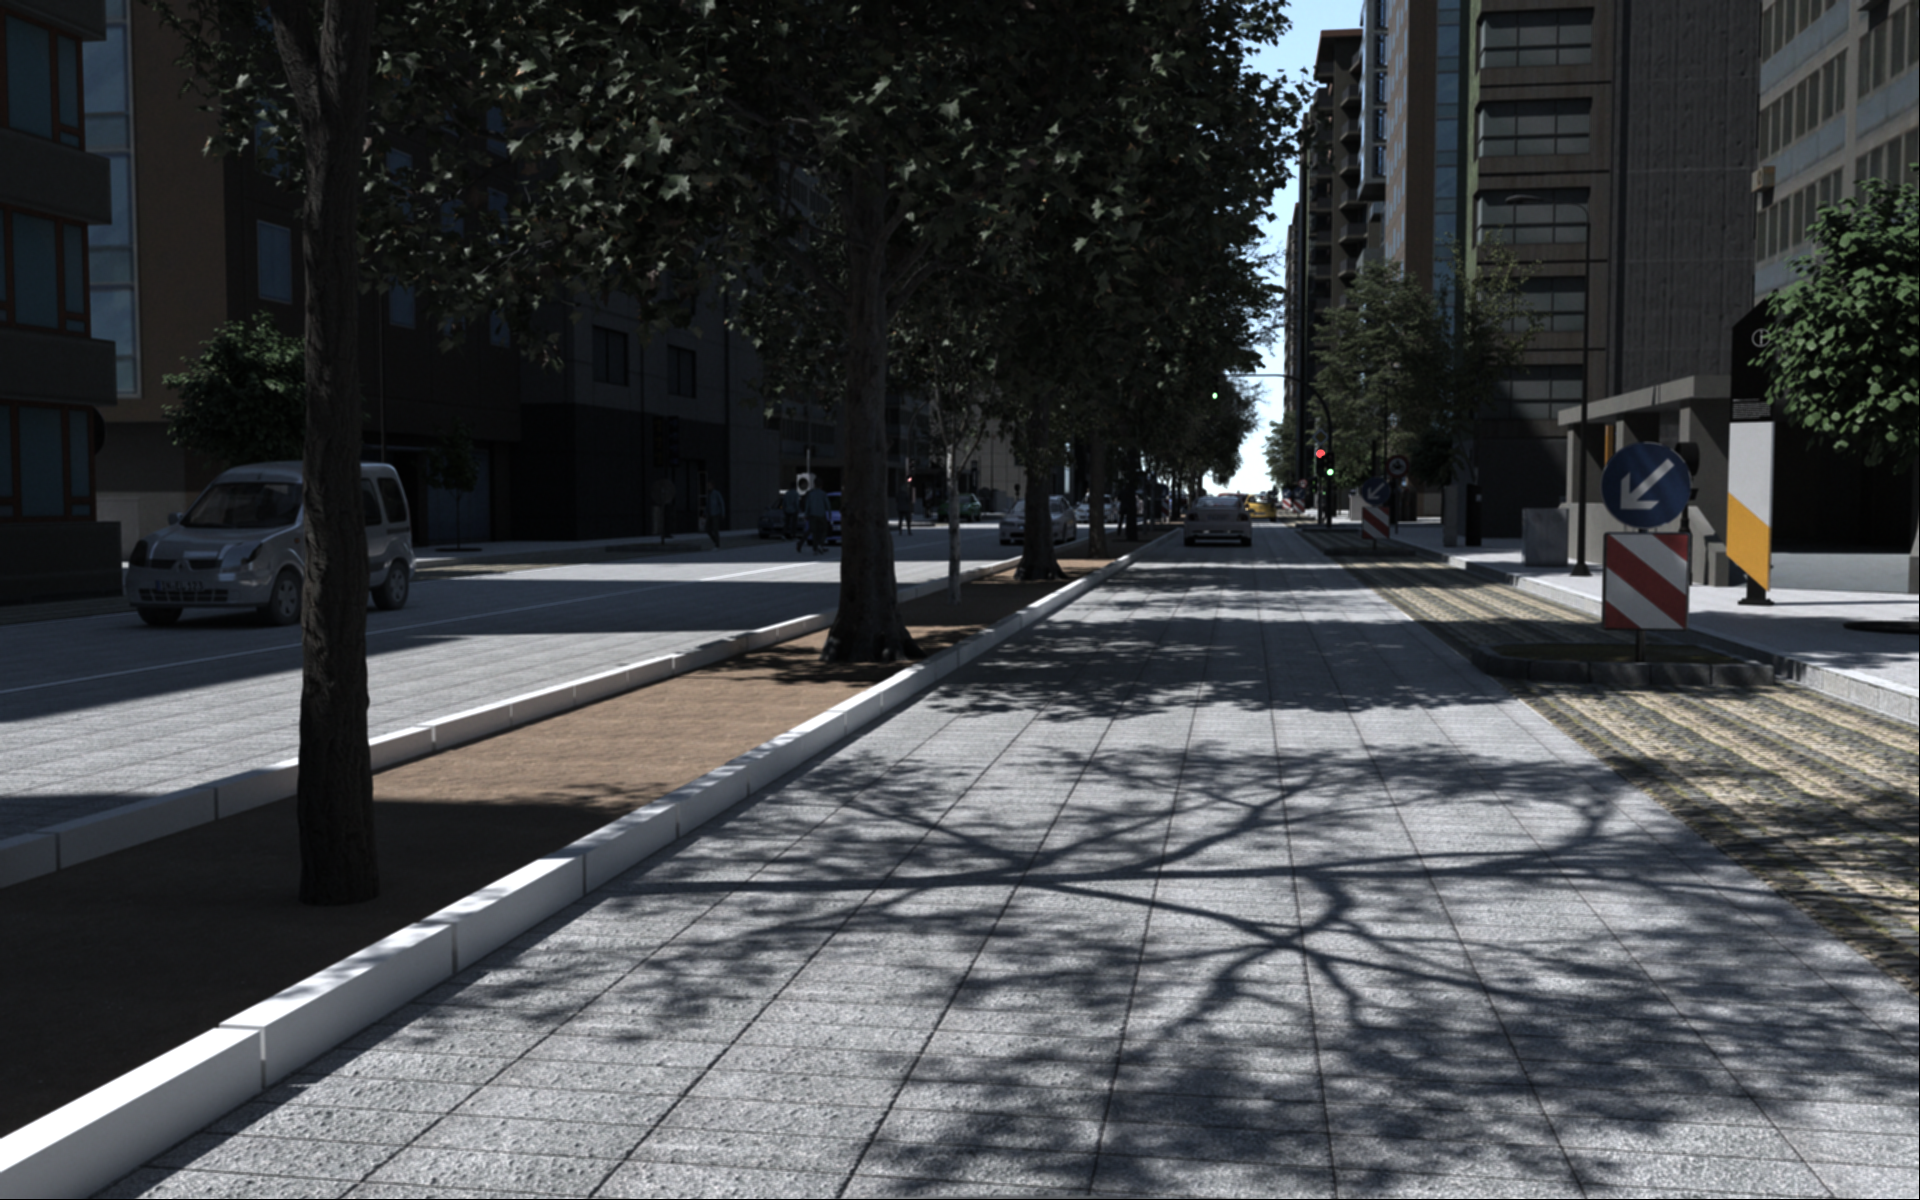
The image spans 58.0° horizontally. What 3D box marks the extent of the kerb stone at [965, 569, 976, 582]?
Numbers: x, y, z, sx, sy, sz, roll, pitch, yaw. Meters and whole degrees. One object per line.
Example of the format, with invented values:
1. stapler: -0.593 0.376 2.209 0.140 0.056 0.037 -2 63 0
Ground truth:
1. kerb stone: 0.082 -0.373 28.299 0.120 0.150 1.000 1 4 9

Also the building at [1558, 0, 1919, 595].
1. building: 27.447 -20.493 26.943 32.217 40.220 23.993 1 4 9

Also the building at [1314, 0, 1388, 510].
1. building: 38.739 -49.876 128.144 22.319 86.520 31.000 1 4 9

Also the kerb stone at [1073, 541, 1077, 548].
1. kerb stone: 2.903 -1.425 45.487 0.120 0.150 1.000 1 4 9

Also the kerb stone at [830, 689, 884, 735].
1. kerb stone: -0.652 0.700 10.748 0.120 0.150 1.000 1 4 9

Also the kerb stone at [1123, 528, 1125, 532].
1. kerb stone: 5.882 -2.540 63.720 0.120 0.150 1.000 1 4 9

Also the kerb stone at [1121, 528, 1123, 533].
1. kerb stone: 5.715 -2.478 62.706 0.120 0.150 1.000 1 4 9

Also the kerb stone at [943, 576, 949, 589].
1. kerb stone: -0.251 -0.250 26.282 0.120 0.150 1.000 1 4 9

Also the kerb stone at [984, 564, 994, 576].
1. kerb stone: 0.413 -0.497 30.324 0.120 0.150 1.000 1 4 9

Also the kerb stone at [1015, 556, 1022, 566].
1. kerb stone: 1.079 -0.741 34.367 0.120 0.150 1.000 1 4 9

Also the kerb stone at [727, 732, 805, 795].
1. kerb stone: -0.979 0.824 8.730 0.120 0.150 1.000 1 4 9

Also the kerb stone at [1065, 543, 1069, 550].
1. kerb stone: 2.567 -1.300 43.465 0.120 0.150 1.000 1 4 9

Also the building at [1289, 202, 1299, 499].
1. building: 59.452 -36.570 252.540 22.147 44.769 28.867 1 4 9

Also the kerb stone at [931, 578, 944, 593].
1. kerb stone: -0.414 -0.188 25.272 0.120 0.150 1.000 1 4 9

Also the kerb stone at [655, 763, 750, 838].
1. kerb stone: -1.147 0.889 7.719 0.120 0.150 1.000 1 4 9

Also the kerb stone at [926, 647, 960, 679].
1. kerb stone: -0.160 0.514 13.787 0.120 0.150 1.000 1 4 9

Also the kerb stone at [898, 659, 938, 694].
1. kerb stone: -0.329 0.576 12.777 0.120 0.150 1.000 1 4 9

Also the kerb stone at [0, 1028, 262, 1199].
1. kerb stone: -1.816 1.136 3.670 0.120 0.150 1.000 1 4 9

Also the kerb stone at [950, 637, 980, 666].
1. kerb stone: 0.011 0.453 14.800 0.120 0.150 1.000 1 4 9

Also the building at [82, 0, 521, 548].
1. building: -19.806 -23.872 40.425 14.600 45.320 14.200 1 4 9

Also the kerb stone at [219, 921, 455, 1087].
1. kerb stone: -1.654 1.071 4.680 0.120 0.150 1.000 1 4 9

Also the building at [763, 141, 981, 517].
1. building: -15.286 -26.330 122.372 32.217 40.220 23.993 1 4 9

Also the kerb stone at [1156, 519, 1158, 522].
1. kerb stone: 9.780 -3.995 87.519 0.120 0.150 1.000 1 4 9

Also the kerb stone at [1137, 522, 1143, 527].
1. kerb stone: 8.124 -3.377 77.427 0.120 0.150 1.000 1 4 9

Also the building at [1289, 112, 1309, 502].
1. building: 45.851 -33.522 198.192 14.600 45.320 14.200 1 4 9

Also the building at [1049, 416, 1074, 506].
1. building: 1.848 -53.488 187.201 22.319 86.520 31.000 1 4 9

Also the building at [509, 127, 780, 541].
1. building: -18.786 -37.814 56.513 20.611 71.187 20.563 1 4 9

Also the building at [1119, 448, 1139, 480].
1. building: 19.091 -40.802 290.821 21.300 48.544 21.600 1 4 9

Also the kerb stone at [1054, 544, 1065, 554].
1. kerb stone: 2.400 -1.238 42.452 0.120 0.150 1.000 1 4 9

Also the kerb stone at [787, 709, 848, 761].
1. kerb stone: -0.819 0.766 9.740 0.120 0.150 1.000 1 4 9

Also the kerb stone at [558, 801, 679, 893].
1. kerb stone: -1.319 0.953 6.711 0.120 0.150 1.000 1 4 9

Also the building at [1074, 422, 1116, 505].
1. building: 14.260 -28.784 242.316 14.160 30.474 14.107 1 4 9

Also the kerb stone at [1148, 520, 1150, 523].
1. kerb stone: 8.622 -3.560 80.452 0.120 0.150 1.000 1 4 9

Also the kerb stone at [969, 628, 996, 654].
1. kerb stone: 0.175 0.391 15.809 0.120 0.150 1.000 1 4 9

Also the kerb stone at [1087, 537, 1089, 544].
1. kerb stone: 3.563 -1.673 49.553 0.120 0.150 1.000 1 4 9

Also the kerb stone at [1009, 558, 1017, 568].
1. kerb stone: 0.918 -0.678 33.354 0.120 0.150 1.000 1 4 9

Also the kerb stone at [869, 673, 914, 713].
1. kerb stone: -0.484 0.638 11.761 0.120 0.150 1.000 1 4 9

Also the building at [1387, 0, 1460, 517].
1. building: 32.151 -27.487 99.528 14.600 45.320 14.200 1 4 9

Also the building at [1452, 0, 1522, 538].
1. building: 22.983 -22.715 54.986 14.154 41.232 14.086 1 4 9

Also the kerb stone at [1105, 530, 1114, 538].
1. kerb stone: 5.049 -2.228 58.664 0.120 0.150 1.000 1 4 9

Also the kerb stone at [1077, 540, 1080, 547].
1. kerb stone: 3.055 -1.487 46.514 0.120 0.150 1.000 1 4 9

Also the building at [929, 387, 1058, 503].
1. building: -1.453 -44.259 161.882 20.563 71.187 20.611 1 4 9

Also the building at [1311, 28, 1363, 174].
1. building: 44.171 -31.025 161.878 22.147 44.769 28.867 1 4 9

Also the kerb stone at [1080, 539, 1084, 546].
1. kerb stone: 3.228 -1.549 47.529 0.120 0.150 1.000 1 4 9

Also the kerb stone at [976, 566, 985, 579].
1. kerb stone: 0.249 -0.435 29.307 0.120 0.150 1.000 1 4 9

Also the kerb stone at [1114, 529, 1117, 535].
1. kerb stone: 5.221 -2.292 59.675 0.120 0.150 1.000 1 4 9

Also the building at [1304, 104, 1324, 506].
1. building: 43.797 -30.596 183.838 14.154 41.232 14.086 1 4 9

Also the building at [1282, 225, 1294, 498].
1. building: 65.603 -40.844 291.495 21.300 48.544 21.600 1 4 9

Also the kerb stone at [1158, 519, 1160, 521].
1. kerb stone: 10.766 -4.365 93.590 0.120 0.150 1.000 1 4 9

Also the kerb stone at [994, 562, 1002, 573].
1. kerb stone: 0.591 -0.557 31.332 0.120 0.150 1.000 1 4 9

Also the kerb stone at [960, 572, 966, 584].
1. kerb stone: -0.082 -0.312 27.290 0.120 0.150 1.000 1 4 9

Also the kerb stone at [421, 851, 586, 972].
1. kerb stone: -1.484 1.010 5.689 0.120 0.150 1.000 1 4 9

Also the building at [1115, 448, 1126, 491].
1. building: 13.908 -39.477 265.051 23.786 49.044 30.456 1 4 9

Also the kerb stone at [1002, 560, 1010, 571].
1. kerb stone: 0.752 -0.619 32.341 0.120 0.150 1.000 1 4 9

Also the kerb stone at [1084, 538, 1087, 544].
1. kerb stone: 3.396 -1.607 48.538 0.120 0.150 1.000 1 4 9

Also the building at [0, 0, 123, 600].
1. building: -27.707 -10.187 11.605 27.650 21.520 28.899 1 4 9

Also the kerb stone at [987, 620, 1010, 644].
1. kerb stone: 0.338 0.332 16.818 0.120 0.150 1.000 1 4 9

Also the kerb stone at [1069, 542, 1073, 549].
1. kerb stone: 2.736 -1.363 44.479 0.120 0.150 1.000 1 4 9
